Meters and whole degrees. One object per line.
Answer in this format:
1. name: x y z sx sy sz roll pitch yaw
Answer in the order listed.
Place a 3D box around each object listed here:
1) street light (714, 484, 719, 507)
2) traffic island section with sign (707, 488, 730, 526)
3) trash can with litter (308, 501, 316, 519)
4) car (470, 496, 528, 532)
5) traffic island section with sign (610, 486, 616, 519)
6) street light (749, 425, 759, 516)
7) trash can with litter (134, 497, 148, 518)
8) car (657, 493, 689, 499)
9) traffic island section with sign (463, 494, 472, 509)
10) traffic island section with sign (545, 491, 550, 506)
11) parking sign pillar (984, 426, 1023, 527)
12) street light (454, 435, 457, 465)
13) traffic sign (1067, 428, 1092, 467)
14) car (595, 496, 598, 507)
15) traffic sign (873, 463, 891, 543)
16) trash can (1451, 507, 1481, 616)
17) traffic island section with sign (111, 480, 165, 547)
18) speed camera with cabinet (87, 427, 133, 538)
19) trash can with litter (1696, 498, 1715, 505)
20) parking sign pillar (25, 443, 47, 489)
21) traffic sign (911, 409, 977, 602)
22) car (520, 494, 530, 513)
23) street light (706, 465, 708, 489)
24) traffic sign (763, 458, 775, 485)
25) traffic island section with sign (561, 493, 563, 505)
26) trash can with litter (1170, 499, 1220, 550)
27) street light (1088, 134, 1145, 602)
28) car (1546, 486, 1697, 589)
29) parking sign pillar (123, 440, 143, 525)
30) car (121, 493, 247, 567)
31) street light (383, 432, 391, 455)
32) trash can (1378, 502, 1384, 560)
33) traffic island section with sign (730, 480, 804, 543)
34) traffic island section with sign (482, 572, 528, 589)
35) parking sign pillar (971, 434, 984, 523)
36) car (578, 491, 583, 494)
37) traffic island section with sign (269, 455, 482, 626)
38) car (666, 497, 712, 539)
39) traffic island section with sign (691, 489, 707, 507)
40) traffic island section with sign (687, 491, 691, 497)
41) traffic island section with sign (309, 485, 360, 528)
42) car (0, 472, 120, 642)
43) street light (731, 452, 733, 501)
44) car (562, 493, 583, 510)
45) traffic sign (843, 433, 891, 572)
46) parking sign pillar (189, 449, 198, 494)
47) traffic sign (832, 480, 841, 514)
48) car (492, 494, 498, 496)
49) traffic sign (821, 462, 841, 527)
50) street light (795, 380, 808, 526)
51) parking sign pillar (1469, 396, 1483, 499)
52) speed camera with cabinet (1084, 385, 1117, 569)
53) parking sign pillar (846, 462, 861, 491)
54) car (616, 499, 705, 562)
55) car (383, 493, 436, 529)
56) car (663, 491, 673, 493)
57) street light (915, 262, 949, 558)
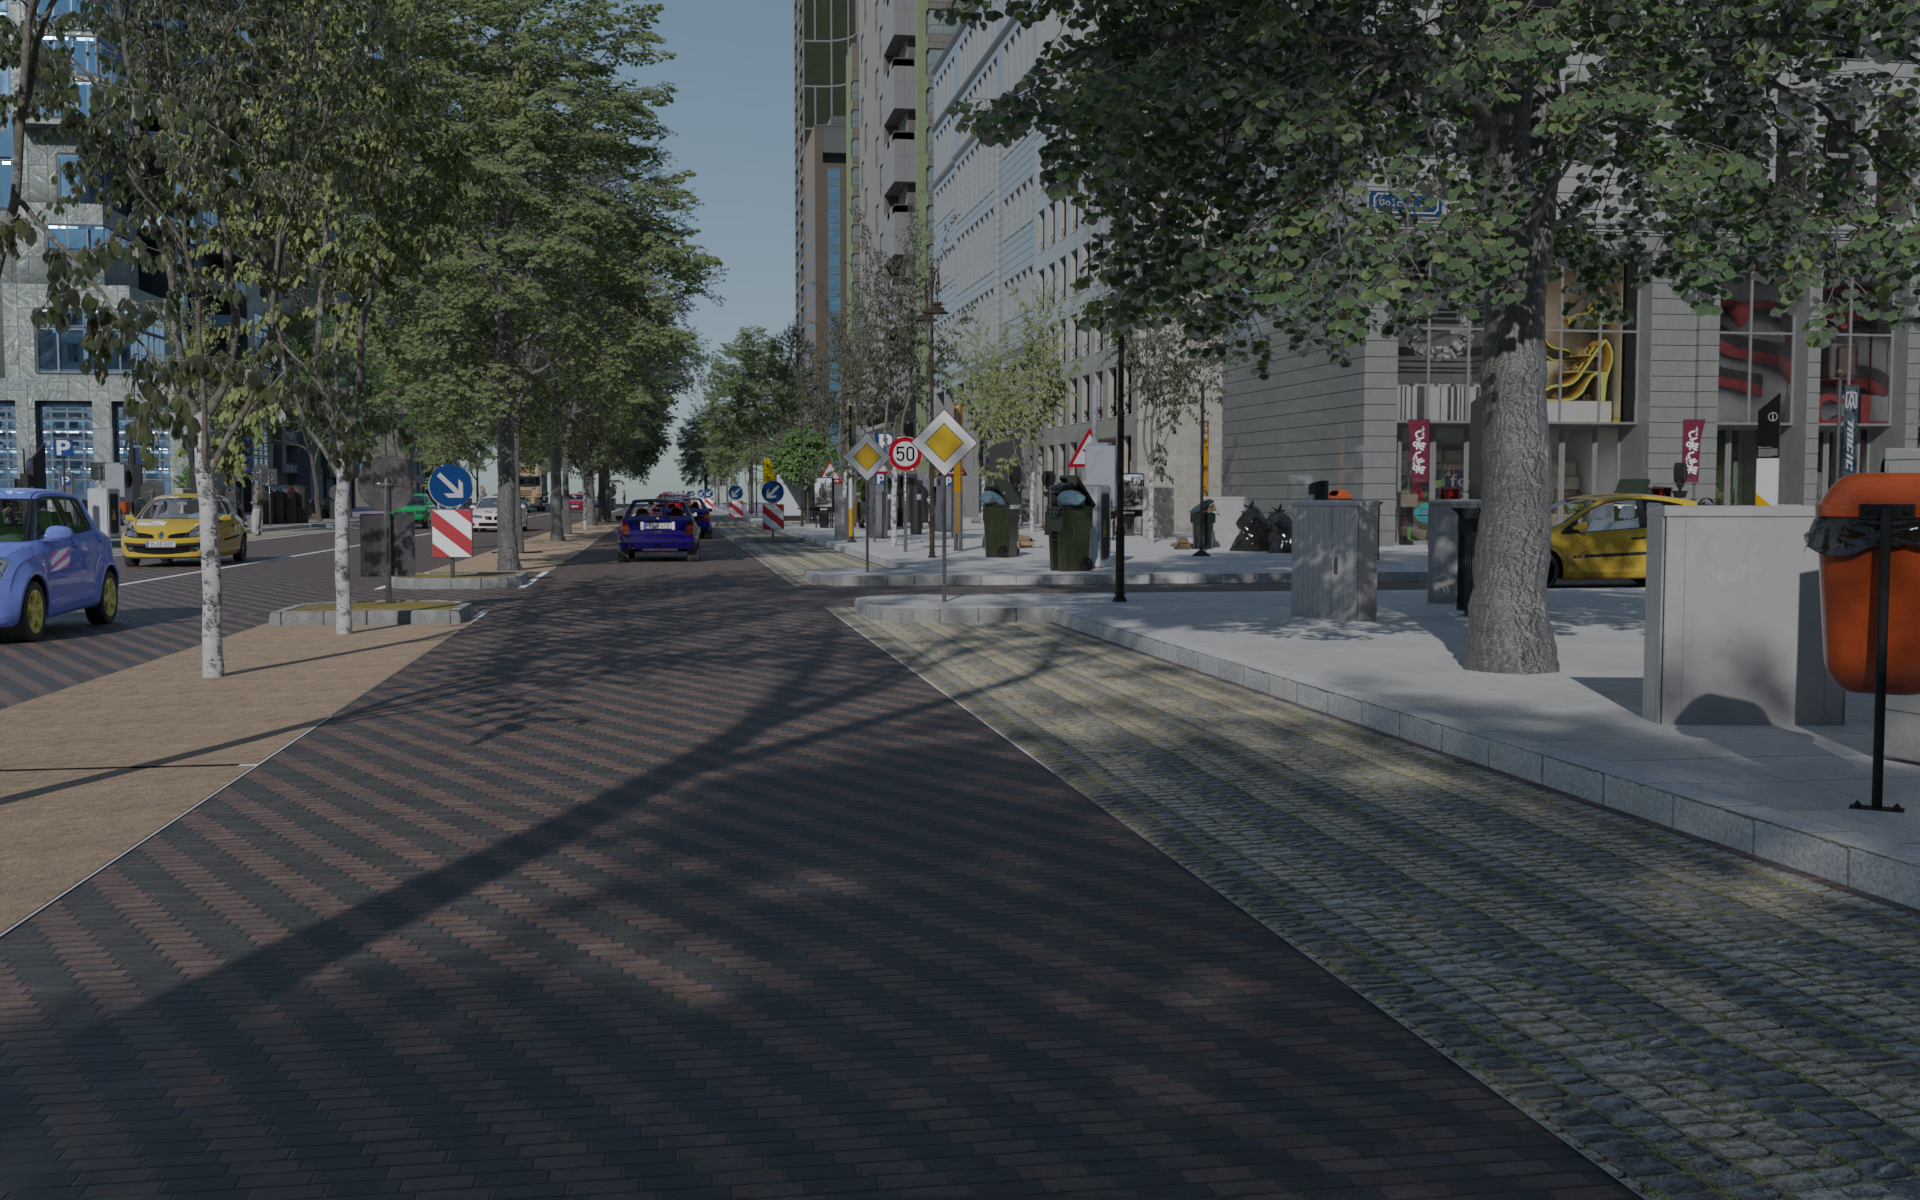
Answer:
1. street light: -27.098 -13.381 191.563 0.468 5.910 1.993 -1 4 -10
2. traffic island section with sign: -10.175 -4.218 77.587 1.989 1.847 2.006 -1 4 -10
3. trash can with litter: -32.958 -4.657 87.526 1.055 1.170 0.624 -3 5 -42
4. car: -17.776 -3.333 66.858 2.083 1.381 4.827 -1 4 -9
5. traffic island section with sign: -20.431 -5.689 101.154 2.006 1.907 1.989 -1 4 -10
6. street light: -13.163 -8.344 109.217 0.468 5.910 1.993 -1 4 -10
7. trash can with litter: -29.788 -3.163 63.108 0.624 1.170 1.055 -1 4 -15
8. car: -12.347 -4.012 74.632 2.155 1.783 4.494 -1 4 -11
9. traffic island section with sign: -35.298 -7.073 124.268 1.989 1.847 2.006 -1 4 -10
10. traffic island section with sign: -48.932 -11.998 204.795 1.989 1.847 2.006 -1 4 -10
11. parking sign pillar: 1.794 -4.909 68.729 1.447 3.967 1.447 0 4 2
12. street light: -39.179 -9.899 134.637 0.468 5.910 1.993 -1 4 -10
13. traffic sign: 2.560 -2.101 34.351 0.884 2.594 0.081 0 4 -7
14. car: -40.479 -11.438 196.602 1.945 1.707 3.694 0 4 -8
15. traffic sign: -2.256 -2.790 45.626 0.884 2.594 0.081 -1 4 -9
16. trash can: 5.546 -0.401 18.218 0.748 1.137 0.748 0 3 0
17. traffic island section with sign: -22.287 -2.384 47.604 1.989 1.847 2.006 -1 4 -10
18. speed camera with cabinet: -24.883 -3.449 50.733 0.660 3.252 2.038 0 4 -6
19. trash can with litter: 14.285 -1.398 33.915 2.233 1.210 1.678 -3 4 -36
20. parking sign pillar: -48.515 -6.267 90.937 1.447 3.967 1.447 0 4 0
21. traffic sign: -0.190 -1.033 20.533 0.795 2.450 0.064 -1 4 -10
22. car: -33.590 -7.294 131.053 2.131 1.459 4.920 -1 4 -9
23. street light: -32.940 -15.483 225.941 0.468 5.910 1.993 -1 4 -10
24. traffic sign: -9.932 -6.331 97.379 2.265 3.308 0.079 0 4 -7
25. traffic island section with sign: -53.511 -13.645 231.723 1.989 1.847 2.006 -1 4 -10
26. trash can with litter: 5.452 -1.762 40.193 1.055 1.170 0.624 -1 4 -22
27. street light: 1.906 -2.917 20.482 0.468 5.910 1.993 -1 4 -10
28. car: 9.721 -1.013 26.792 3.980 1.641 2.015 -1 4 -9
29. parking sign pillar: -34.630 -5.153 72.722 1.447 3.967 1.447 -2 4 -28
30. car: -15.902 -1.551 35.577 2.015 1.641 3.980 -1 4 -11
31. street light: -33.414 -7.833 100.861 0.468 5.910 1.993 -1 4 -10
32. trash can: 7.493 -1.258 32.218 0.748 1.137 0.748 0 3 0
33. traffic island section with sign: -5.661 -2.592 51.011 1.989 1.847 2.006 -1 4 -10
34. traffic island section with sign: -7.863 -1.158 27.070 2.006 1.907 1.989 -1 4 -10
35. parking sign pillar: 1.205 -5.374 76.335 1.447 3.967 1.447 1 4 17
36. car: -50.270 -13.636 231.617 2.281 1.827 5.304 -1 4 -10
37. traffic island section with sign: -6.635 -0.711 19.765 2.006 1.907 1.989 -1 4 -10
38. car: -9.000 -2.673 56.283 1.945 1.354 3.894 -1 4 -11
39. traffic island section with sign: -18.460 -7.207 126.462 1.989 1.847 2.006 -1 4 -10
40. traffic island section with sign: -23.045 -8.859 153.476 1.989 1.847 2.006 -1 4 -10
41. traffic island section with sign: -26.882 -4.039 74.670 1.989 1.847 2.006 -1 4 -10
42. car: -9.982 -0.498 17.735 1.945 1.707 3.694 -1 4 -10
43. street light: -18.870 -10.408 142.960 0.468 5.910 1.993 -1 4 -10
44. car: -29.807 -7.681 134.623 2.155 1.783 4.494 -1 4 -9
45. traffic sign: -1.525 -1.515 28.406 0.795 2.450 0.064 -1 4 -10
46. parking sign pillar: -29.989 -4.891 68.435 1.447 3.967 1.447 0 4 -5
47. traffic sign: -6.241 -5.177 84.654 0.884 2.594 0.081 0 4 -1
48. car: -28.905 -5.974 109.473 2.131 1.459 4.920 -1 4 -10
49. traffic sign: -4.987 -4.075 66.632 0.884 2.594 0.081 0 4 -1
50. street light: -6.266 -5.858 68.563 0.468 5.910 1.993 -1 4 -10
51. parking sign pillar: 13.170 -3.239 41.424 1.447 3.967 1.447 -1 4 -16
52. speed camera with cabinet: 2.423 -2.225 30.715 0.660 3.252 2.038 1 4 17
53. parking sign pillar: -5.762 -6.699 97.993 1.447 3.967 1.447 1 4 16
54. car: -6.559 -1.547 37.878 1.945 1.354 3.894 -1 4 -8
55. car: -23.063 -3.908 72.686 1.959 1.807 4.718 -1 4 -11
56. car: -40.756 -14.252 241.687 2.281 1.827 5.304 -1 4 -11
57. street light: -0.561 -3.784 34.662 0.468 5.910 1.993 -1 4 -10
